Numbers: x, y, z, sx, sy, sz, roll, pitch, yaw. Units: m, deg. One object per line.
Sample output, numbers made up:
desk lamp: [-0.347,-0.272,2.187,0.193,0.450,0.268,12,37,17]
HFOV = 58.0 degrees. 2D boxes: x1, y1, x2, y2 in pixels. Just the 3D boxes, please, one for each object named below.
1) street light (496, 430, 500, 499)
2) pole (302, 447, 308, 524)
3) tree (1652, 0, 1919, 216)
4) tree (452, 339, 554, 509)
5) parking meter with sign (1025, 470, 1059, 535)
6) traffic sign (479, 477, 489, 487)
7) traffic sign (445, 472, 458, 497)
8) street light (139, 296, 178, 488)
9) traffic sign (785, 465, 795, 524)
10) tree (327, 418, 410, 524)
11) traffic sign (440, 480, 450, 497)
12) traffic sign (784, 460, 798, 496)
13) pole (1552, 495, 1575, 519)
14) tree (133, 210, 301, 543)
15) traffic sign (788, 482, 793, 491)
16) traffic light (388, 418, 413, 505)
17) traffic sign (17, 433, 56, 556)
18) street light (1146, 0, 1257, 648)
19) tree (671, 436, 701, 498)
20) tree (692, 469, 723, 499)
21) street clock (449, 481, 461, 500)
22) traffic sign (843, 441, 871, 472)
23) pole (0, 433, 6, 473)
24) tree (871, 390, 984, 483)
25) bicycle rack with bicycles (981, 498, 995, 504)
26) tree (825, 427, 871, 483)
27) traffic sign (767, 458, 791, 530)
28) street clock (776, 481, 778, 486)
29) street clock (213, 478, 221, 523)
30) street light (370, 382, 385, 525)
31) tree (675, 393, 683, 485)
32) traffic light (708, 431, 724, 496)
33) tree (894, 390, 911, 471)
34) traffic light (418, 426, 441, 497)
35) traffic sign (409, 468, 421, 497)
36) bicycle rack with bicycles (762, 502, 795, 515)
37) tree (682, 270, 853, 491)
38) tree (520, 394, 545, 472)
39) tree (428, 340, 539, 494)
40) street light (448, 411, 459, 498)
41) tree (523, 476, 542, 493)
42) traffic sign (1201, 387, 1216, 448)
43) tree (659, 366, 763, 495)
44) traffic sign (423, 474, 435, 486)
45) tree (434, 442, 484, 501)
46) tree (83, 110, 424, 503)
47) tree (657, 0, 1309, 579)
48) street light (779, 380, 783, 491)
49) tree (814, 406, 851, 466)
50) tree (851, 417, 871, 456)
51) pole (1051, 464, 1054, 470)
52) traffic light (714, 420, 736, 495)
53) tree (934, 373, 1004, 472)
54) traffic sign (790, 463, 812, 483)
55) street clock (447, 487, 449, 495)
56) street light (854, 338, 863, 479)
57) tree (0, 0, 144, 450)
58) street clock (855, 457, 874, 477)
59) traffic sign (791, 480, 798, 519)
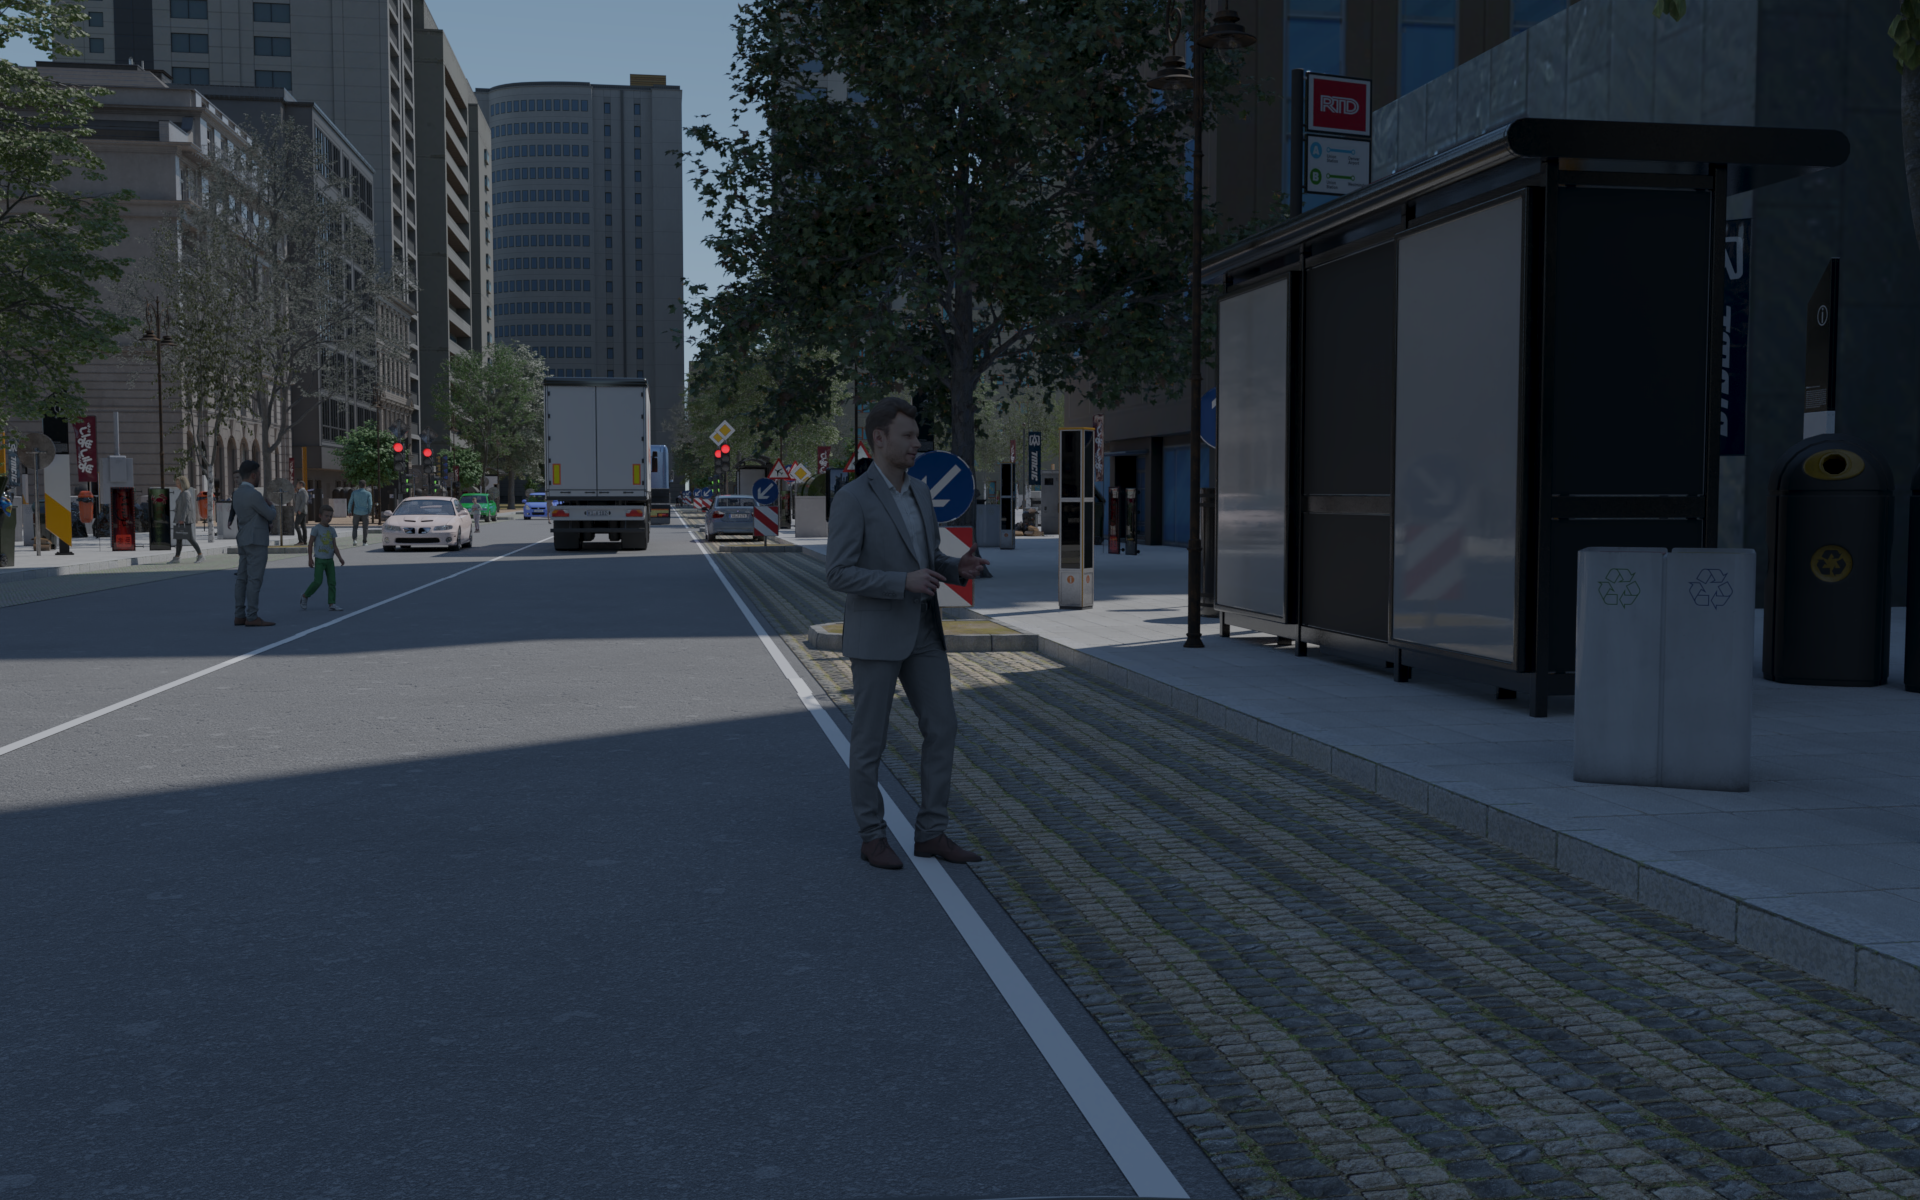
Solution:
street light: [-32.645,-9.146,122.328,0.468,5.910,1.993,-1,4,-10]
pole: [-28.425,-4.973,75.160,0.158,3.312,0.155,0,3,0]
tree: [3.436,-3.396,5.893,4.737,8.622,4.395,0,3,0]
tree: [-37.394,-14.517,144.001,9.857,13.997,8.962,0,3,0]
parking meter with sign: [2.925,-3.580,54.789,1.738,3.016,0.543,1,4,16]
traffic sign: [-34.729,-7.721,126.338,0.768,2.556,0.104,-1,4,-9]
traffic sign: [-29.948,-6.229,101.951,0.768,2.556,0.104,0,4,-4]
street light: [-18.709,-4.144,40.549,0.468,5.910,1.993,-1,4,-10]
traffic sign: [-7.332,-4.574,74.892,0.768,2.556,0.104,0,4,-3]
tree: [-25.385,-5.552,74.492,4.285,4.588,4.351,0,3,0]
traffic sign: [-30.484,-6.149,102.671,0.606,2.300,0.079,-1,4,-8]
traffic sign: [-6.353,-4.092,66.909,0.884,2.594,0.081,0,4,-1]
pole: [5.451,-1.333,15.644,0.158,3.312,0.155,0,3,0]
tree: [-19.784,-5.835,45.772,4.360,8.622,3.978,0,3,0]
traffic sign: [-8.670,-5.336,87.345,0.768,2.556,0.104,0,4,-7]
traffic light: [-20.543,-4.566,63.582,0.839,4.253,0.868,-1,4,-10]
traffic sign: [-19.139,-2.189,35.901,0.768,2.556,0.104,0,4,-5]
street light: [1.960,-2.541,14.331,0.468,5.910,1.993,-1,4,-10]
tree: [-31.705,-16.816,209.346,8.767,10.594,7.601,3,5,40]
tree: [-24.169,-11.236,167.415,4.285,4.588,4.351,0,3,0]
street clock: [-27.821,-5.577,95.748,0.358,2.002,0.471,1,4,19]
traffic sign: [-2.419,-2.585,42.270,0.884,2.594,0.081,0,4,-4]
pole: [-31.743,-3.890,57.452,0.158,3.312,0.155,0,3,0]
tree: [-1.771,-8.831,94.747,4.360,8.622,3.978,0,3,0]
bicycle rack with bicycles: [3.139,-8.375,150.312,2.852,0.926,2.925,0,4,-7]
tree: [-3.129,-3.375,49.782,1.663,3.219,1.824,0,3,0]
traffic sign: [-6.498,-3.801,62.147,0.884,2.594,0.081,-1,4,-8]
street clock: [-9.138,-5.136,88.544,0.471,2.002,0.358,-1,4,-21]
street clock: [-33.438,-4.490,77.975,0.358,2.002,0.471,-1,4,-21]
street light: [-23.959,-6.028,71.347,0.468,5.910,1.993,-1,4,-10]
tree: [-14.082,-11.732,109.945,7.486,12.596,7.792,0,3,0]
traffic light: [-10.254,-5.170,73.458,0.839,4.253,0.868,-1,4,-10]
tree: [-3.690,-9.515,105.940,4.737,8.622,4.395,0,3,0]
traffic light: [-21.893,-5.048,71.452,0.839,4.253,0.868,-1,4,-10]
traffic sign: [-27.005,-5.230,85.615,0.768,2.556,0.104,0,4,-4]
bicycle rack with bicycles: [-8.340,-4.017,79.062,2.852,0.926,2.925,-1,4,-15]
tree: [-8.454,-9.969,81.118,7.486,12.596,7.792,0,3,0]
tree: [-44.528,-17.024,188.718,12.009,13.543,11.850,0,3,0]
tree: [-31.955,-11.657,116.346,9.928,11.665,9.643,0,3,0]
street light: [-28.320,-7.597,96.991,0.468,5.910,1.993,-1,4,-10]
tree: [-39.627,-10.105,159.818,1.663,3.219,1.824,0,3,0]
traffic sign: [3.111,-1.232,20.255,0.768,2.556,0.104,0,4,0]
tree: [-18.015,-13.682,134.063,12.009,13.543,11.850,0,3,0]
traffic sign: [-26.943,-5.246,87.897,0.606,2.300,0.079,0,4,0]
tree: [-31.551,-7.678,109.254,4.285,4.588,4.351,0,3,0]
tree: [-21.954,-8.837,54.862,12.009,13.543,11.850,0,3,0]
tree: [0.110,-6.686,26.332,9.611,12.733,9.660,0,3,0]
street light: [-6.718,-5.643,65.053,0.468,5.910,1.993,-1,4,-10]
tree: [-10.194,-11.638,140.650,4.360,8.622,3.978,0,3,0]
tree: [-5.285,-10.867,128.032,4.360,8.622,3.978,0,3,0]
pole: [6.313,-7.581,117.784,0.158,3.312,0.155,0,3,0]
traffic light: [-8.904,-4.689,65.587,0.839,4.253,0.868,-1,4,-10]
tree: [0.281,-13.782,143.465,7.486,12.596,7.792,0,3,0]
traffic sign: [-5.866,-3.832,63.842,0.795,2.450,0.064,0,4,-6]
street clock: [-39.870,-7.990,135.214,0.358,2.002,0.471,0,4,5]
street light: [-2.380,-4.094,39.719,0.468,5.910,1.993,-1,4,-10]
tree: [-17.879,-6.743,28.375,7.486,12.596,7.792,0,3,0]
street clock: [-1.838,-1.823,34.381,0.471,2.002,0.358,0,4,4]
traffic sign: [-8.684,-5.354,89.661,0.606,2.300,0.079,0,3,0]
